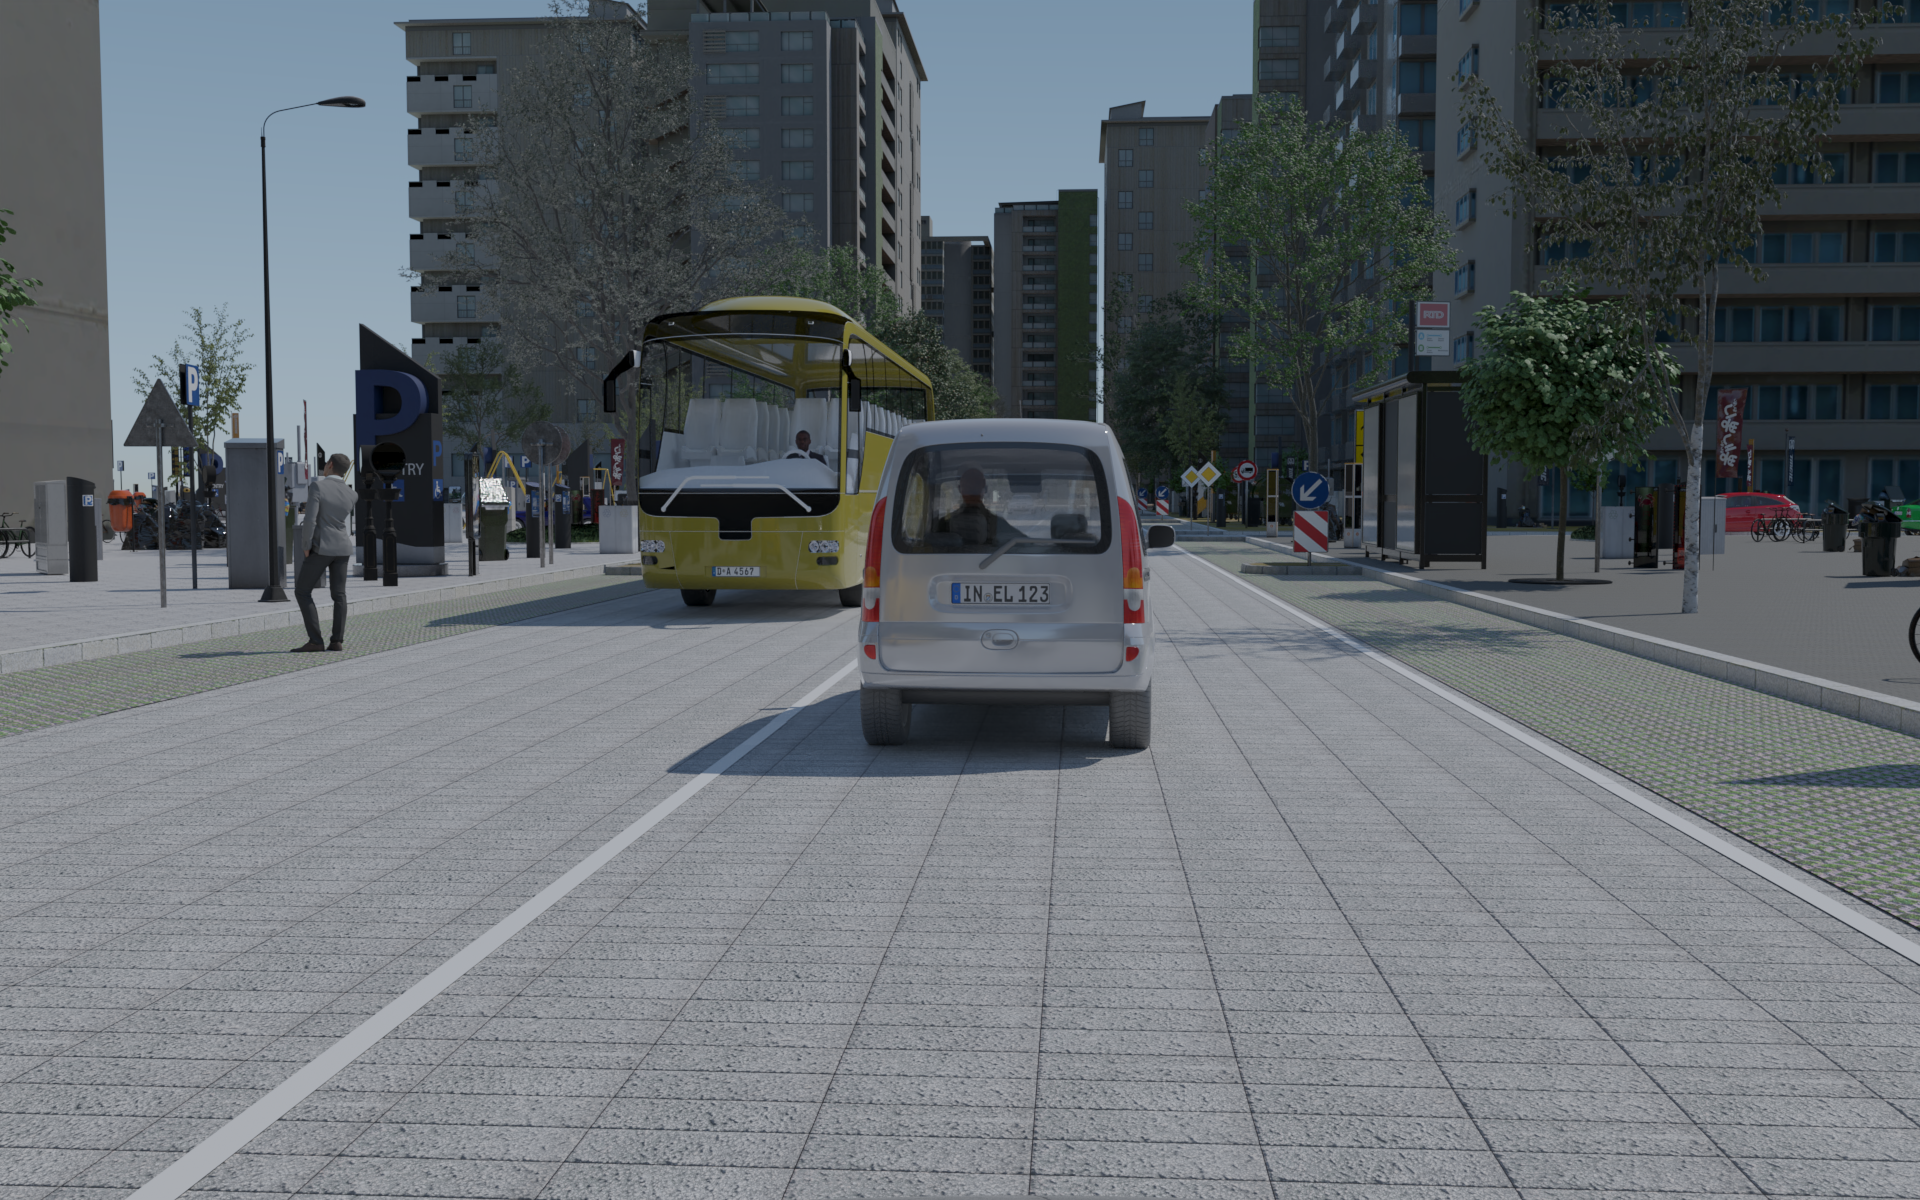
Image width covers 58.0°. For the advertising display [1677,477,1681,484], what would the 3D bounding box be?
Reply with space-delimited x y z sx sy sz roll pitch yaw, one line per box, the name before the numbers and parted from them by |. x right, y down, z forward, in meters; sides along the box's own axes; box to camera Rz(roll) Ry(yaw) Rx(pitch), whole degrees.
advertising display | 26.762 -3.628 64.537 0.123 1.923 0.974 2 4 24

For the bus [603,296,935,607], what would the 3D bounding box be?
bus | -2.123 -2.065 25.305 2.896 3.916 12.252 0 4 4

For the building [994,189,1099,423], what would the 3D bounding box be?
building | 11.641 -33.706 234.682 14.086 41.232 14.154 0 4 4

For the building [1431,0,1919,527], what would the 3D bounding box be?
building | 32.621 -27.685 76.348 21.600 48.544 21.300 0 4 4

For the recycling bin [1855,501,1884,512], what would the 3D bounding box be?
recycling bin | 33.062 -3.085 62.987 0.722 1.027 0.722 -2 4 -33

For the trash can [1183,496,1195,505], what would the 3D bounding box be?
trash can | 14.060 -5.776 106.084 0.748 1.137 0.748 0 3 0

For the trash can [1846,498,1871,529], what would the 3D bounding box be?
trash can | 30.897 -2.932 59.598 0.748 1.137 0.748 0 3 0

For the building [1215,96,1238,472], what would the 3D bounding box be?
building | 33.643 -30.410 180.805 14.154 41.232 14.086 0 4 4

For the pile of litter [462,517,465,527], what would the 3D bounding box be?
pile of litter | -19.843 -3.237 66.883 1.176 0.858 1.719 3 5 40

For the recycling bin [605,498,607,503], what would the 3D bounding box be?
recycling bin | -23.106 -6.020 110.975 0.722 1.027 0.722 2 4 31

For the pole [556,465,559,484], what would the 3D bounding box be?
pole | -26.512 -7.361 114.189 0.158 3.312 0.155 0 3 0

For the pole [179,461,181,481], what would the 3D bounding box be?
pole | -48.716 -7.002 108.319 0.158 3.312 0.155 0 3 0

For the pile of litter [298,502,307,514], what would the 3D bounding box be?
pile of litter | -42.125 -5.925 110.841 1.719 0.858 1.176 2 4 25

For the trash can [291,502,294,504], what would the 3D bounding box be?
trash can | -30.286 -4.064 78.106 0.748 1.137 0.748 0 3 0

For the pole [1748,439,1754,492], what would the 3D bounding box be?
pole | 29.335 -4.308 64.283 0.158 3.312 0.155 0 3 0

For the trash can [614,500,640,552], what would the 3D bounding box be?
trash can | -7.358 -1.652 38.661 0.748 1.137 0.748 0 3 0

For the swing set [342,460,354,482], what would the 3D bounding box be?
swing set | -26.910 -4.870 77.248 2.862 2.851 3.119 -1 4 -22

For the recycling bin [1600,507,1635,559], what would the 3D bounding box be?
recycling bin | 13.188 -1.353 34.678 0.722 1.027 0.722 1 4 9

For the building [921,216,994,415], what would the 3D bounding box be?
building | -6.935 -33.810 244.670 23.993 40.220 32.217 0 4 4

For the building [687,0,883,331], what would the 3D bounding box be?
building | -14.168 -28.188 144.470 14.154 41.232 14.086 0 4 4

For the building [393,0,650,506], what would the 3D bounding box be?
building | -45.850 -36.951 193.391 27.495 52.752 28.713 0 4 4

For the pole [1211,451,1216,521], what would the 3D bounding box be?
pole | 11.881 -5.344 81.222 0.158 3.312 0.155 0 3 0

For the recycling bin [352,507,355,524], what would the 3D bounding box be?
recycling bin | -26.204 -3.795 74.602 0.722 1.027 0.722 2 4 28

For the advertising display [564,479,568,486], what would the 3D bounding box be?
advertising display | -16.855 -4.217 74.164 0.123 1.923 0.974 -1 4 -14

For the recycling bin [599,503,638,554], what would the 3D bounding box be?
recycling bin | -7.372 -1.520 37.403 0.722 1.027 0.722 0 4 -1

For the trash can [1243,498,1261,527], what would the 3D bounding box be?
trash can | 11.387 -3.414 67.465 0.748 1.137 0.748 0 3 0

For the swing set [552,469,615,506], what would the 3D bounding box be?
swing set | -22.866 -6.649 106.333 3.119 2.851 2.862 -2 4 -35

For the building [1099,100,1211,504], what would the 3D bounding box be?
building | 33.048 -39.798 239.938 27.495 52.752 28.713 0 4 4

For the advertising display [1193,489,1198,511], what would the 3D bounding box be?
advertising display | 15.946 -6.724 115.156 0.974 1.923 0.123 0 4 -7

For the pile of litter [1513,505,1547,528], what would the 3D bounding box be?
pile of litter | 22.008 -3.238 66.900 1.176 0.858 1.719 0 4 3

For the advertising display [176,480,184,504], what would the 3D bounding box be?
advertising display | -37.086 -4.718 82.349 0.123 1.923 0.974 -1 4 -10

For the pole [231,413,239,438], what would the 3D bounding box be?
pole | -18.203 -3.042 43.580 0.158 3.312 0.155 0 3 0

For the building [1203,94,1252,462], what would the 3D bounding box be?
building | 34.899 -33.311 194.744 14.600 45.320 14.200 0 4 4

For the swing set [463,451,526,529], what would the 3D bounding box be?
swing set | -16.970 -4.084 64.387 2.862 2.851 3.119 -1 4 -13

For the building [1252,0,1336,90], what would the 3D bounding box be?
building | 30.869 -28.083 142.745 14.154 41.232 14.086 0 4 4

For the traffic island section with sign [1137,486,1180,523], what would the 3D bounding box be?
traffic island section with sign | 9.881 -4.720 85.802 1.989 1.847 2.006 0 4 4

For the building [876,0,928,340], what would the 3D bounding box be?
building | -18.427 -36.830 191.409 27.495 52.752 28.713 0 4 4

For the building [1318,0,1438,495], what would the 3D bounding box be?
building | 37.134 -30.509 118.436 23.786 49.044 30.456 0 4 4

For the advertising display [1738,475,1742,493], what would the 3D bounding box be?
advertising display | 26.853 -3.329 59.651 0.123 1.923 0.974 2 4 25

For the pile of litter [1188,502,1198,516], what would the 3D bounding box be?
pile of litter | 13.422 -5.231 99.488 1.719 0.858 1.176 -2 4 -35

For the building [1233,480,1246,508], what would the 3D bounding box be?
building | 42.168 -28.705 161.204 32.217 40.220 23.993 0 4 4

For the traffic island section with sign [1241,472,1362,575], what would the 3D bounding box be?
traffic island section with sign | 6.137 -1.391 31.371 1.989 1.847 2.006 0 4 4

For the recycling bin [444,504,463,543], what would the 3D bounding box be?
recycling bin | -13.572 -2.025 45.662 0.722 1.027 0.722 -2 4 -33

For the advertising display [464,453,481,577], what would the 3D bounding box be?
advertising display | -7.687 -1.353 27.334 0.123 1.923 0.974 -1 4 -9

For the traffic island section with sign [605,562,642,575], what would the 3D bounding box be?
traffic island section with sign | -5.164 -1.380 31.187 1.989 1.847 2.006 0 4 4

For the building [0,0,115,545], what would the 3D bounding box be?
building | -34.994 -25.302 37.387 21.600 48.544 21.300 0 4 4

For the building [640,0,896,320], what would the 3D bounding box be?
building | -17.663 -32.944 162.337 21.300 48.544 21.600 0 4 4

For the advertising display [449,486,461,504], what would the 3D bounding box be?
advertising display | -40.191 -8.113 137.855 0.974 1.923 0.123 0 4 -3
